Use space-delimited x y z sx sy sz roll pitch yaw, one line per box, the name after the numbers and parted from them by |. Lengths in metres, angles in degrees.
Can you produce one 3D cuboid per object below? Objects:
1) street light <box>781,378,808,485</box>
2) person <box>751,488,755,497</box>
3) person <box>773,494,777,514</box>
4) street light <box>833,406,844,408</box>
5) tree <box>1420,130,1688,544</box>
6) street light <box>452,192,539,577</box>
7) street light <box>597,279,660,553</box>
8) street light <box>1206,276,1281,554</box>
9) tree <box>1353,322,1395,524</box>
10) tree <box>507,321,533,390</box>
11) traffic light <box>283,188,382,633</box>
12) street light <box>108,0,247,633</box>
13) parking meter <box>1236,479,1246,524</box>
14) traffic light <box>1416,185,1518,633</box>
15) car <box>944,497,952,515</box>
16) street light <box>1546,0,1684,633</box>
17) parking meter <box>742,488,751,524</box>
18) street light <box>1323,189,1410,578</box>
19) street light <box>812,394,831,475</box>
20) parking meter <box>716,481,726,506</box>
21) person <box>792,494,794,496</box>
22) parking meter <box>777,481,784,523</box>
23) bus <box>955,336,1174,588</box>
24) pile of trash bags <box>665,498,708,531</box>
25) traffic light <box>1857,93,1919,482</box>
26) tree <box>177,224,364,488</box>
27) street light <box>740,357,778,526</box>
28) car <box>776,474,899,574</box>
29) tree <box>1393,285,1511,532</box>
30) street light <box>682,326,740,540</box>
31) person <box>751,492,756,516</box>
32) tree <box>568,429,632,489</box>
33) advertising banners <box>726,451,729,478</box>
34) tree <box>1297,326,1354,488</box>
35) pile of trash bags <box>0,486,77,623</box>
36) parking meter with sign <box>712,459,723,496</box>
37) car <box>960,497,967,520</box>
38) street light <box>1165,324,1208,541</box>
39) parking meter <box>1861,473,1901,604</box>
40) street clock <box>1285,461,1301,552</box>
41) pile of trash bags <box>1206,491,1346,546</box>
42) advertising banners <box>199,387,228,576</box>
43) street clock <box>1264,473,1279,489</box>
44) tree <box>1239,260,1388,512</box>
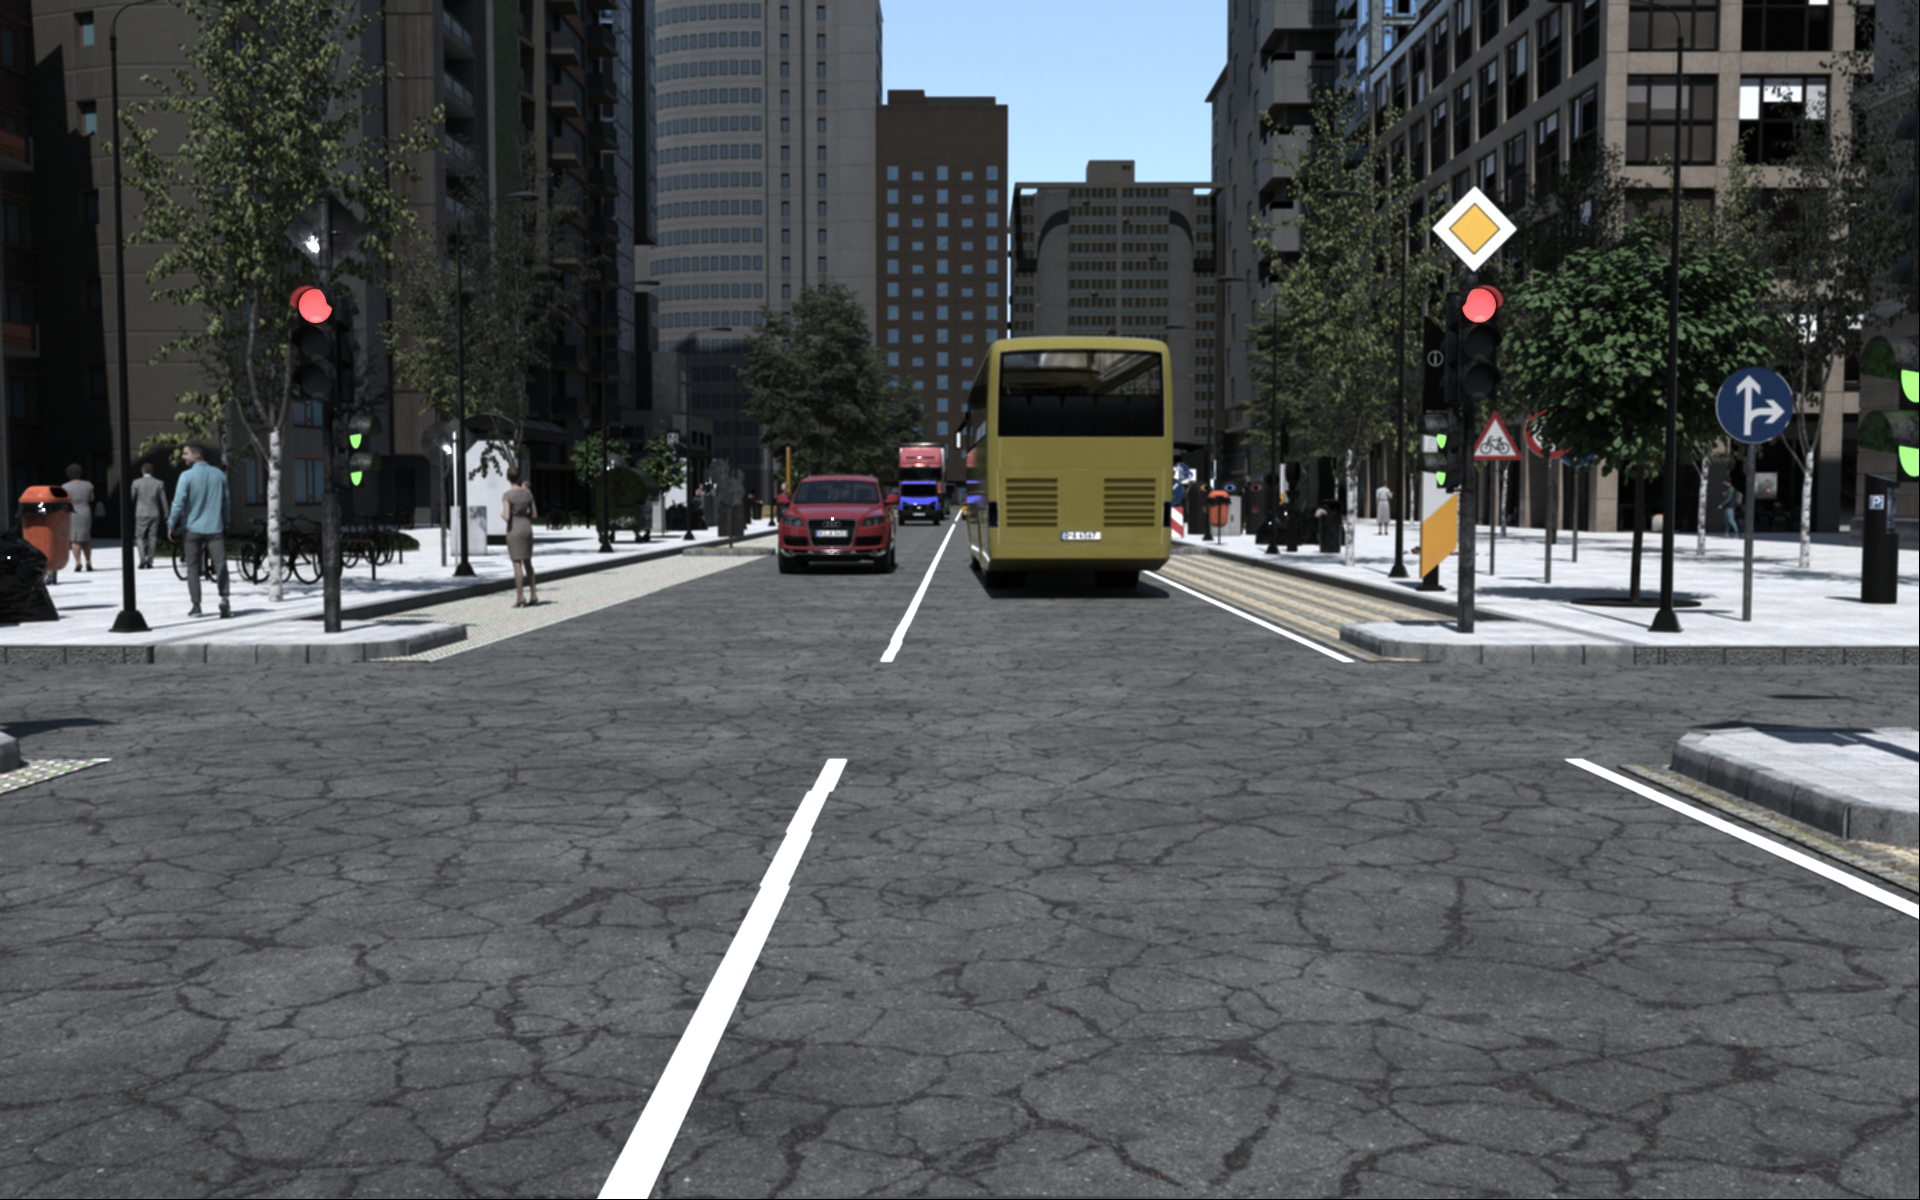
-6.984 -5.909 69.161 1.470 5.913 1.316 0 4 0 | street light
-16.611 -8.065 138.585 0.721 1.739 1.217 0 4 7 | person
-11.929 -6.343 112.979 0.697 1.427 0.421 3 4 39 | person
-6.807 -7.248 91.051 1.470 5.913 1.316 0 4 0 | street light
15.483 -6.707 44.068 7.601 10.594 8.767 0 4 -3 | tree
-7.189 -3.321 26.837 1.470 5.913 1.316 0 4 0 | street light
-7.186 -3.982 37.639 1.470 5.913 1.316 0 4 0 | street light
6.181 -3.946 37.065 1.470 5.913 1.316 0 4 0 | street light
17.754 -7.170 67.586 4.360 8.622 3.978 0 3 0 | tree
-15.051 -6.156 51.009 4.737 8.622 4.395 0 3 0 | tree
-5.802 -1.653 15.952 0.839 4.253 0.868 0 4 0 | traffic light
-7.215 -2.658 16.000 1.470 5.913 1.316 0 4 0 | street light
10.894 -3.768 67.326 0.399 1.863 0.255 -1 4 -15 | parking meter
4.659 -1.651 15.912 0.839 4.253 0.868 0 4 0 | traffic light
-1.629 -6.655 120.614 2.131 1.459 4.920 0 4 1 | car
6.069 -2.661 16.050 1.470 5.913 1.316 0 4 0 | street light
-9.122 -4.012 74.011 0.372 1.533 0.369 0 3 0 | parking meter
6.229 -3.304 26.557 1.470 5.913 1.316 0 4 0 | street light
-6.909 -6.588 80.247 1.470 5.913 1.316 0 4 0 | street light
-10.266 -4.202 74.416 0.399 1.863 0.255 3 4 36 | parking meter
-11.420 -6.874 119.145 0.721 1.735 1.217 -2 4 -33 | person
-7.964 -4.376 77.256 0.255 1.863 0.399 2 4 27 | parking meter
1.483 -2.311 29.328 2.896 3.916 12.252 0 4 -1 | bus
-10.628 -3.191 61.927 3.447 1.369 1.912 3 4 37 | pile of trash bags
4.616 -1.162 7.927 0.839 4.253 0.868 0 4 0 | traffic light
-18.047 -5.808 45.329 4.360 8.622 3.978 0 3 0 | tree
-7.060 -5.267 58.654 1.470 5.913 1.316 0 4 0 | street light
-2.281 -1.483 32.917 2.281 1.827 5.304 0 4 -1 | car
16.985 -6.637 58.878 4.360 8.622 3.978 0 3 0 | tree
-7.018 -4.624 48.146 1.470 5.913 1.316 0 4 0 | street light
-12.304 -5.729 102.976 0.557 1.426 1.065 1 4 17 | person
-18.037 -6.315 86.959 4.285 4.588 4.351 0 3 0 | tree
-9.272 -4.525 70.177 0.090 3.025 2.074 -1 4 -18 | advertising banners
16.477 -7.499 72.979 4.360 8.622 3.978 0 3 0 | tree
-10.030 -0.471 17.458 1.912 1.369 3.447 0 4 3 | pile of trash bags
-11.968 -5.439 85.180 0.543 3.016 1.738 0 4 -4 | parking meter with sign
0.959 -5.328 97.341 2.015 1.641 3.980 0 4 1 | car
6.300 -4.589 47.572 1.470 5.913 1.316 0 4 0 | street light
10.814 -0.730 20.341 0.372 1.533 0.369 0 3 0 | parking meter
7.386 -2.072 38.447 0.358 2.002 0.471 2 4 27 | street clock
7.947 -2.080 43.768 3.447 1.369 1.912 0 4 3 | pile of trash bags
-11.999 -1.935 27.822 0.090 3.025 2.074 -1 4 -9 | advertising banners
10.732 -3.371 59.690 0.471 2.002 0.358 -2 4 -30 | street clock
17.243 -10.172 84.446 7.486 12.596 7.792 0 3 0 | tree
